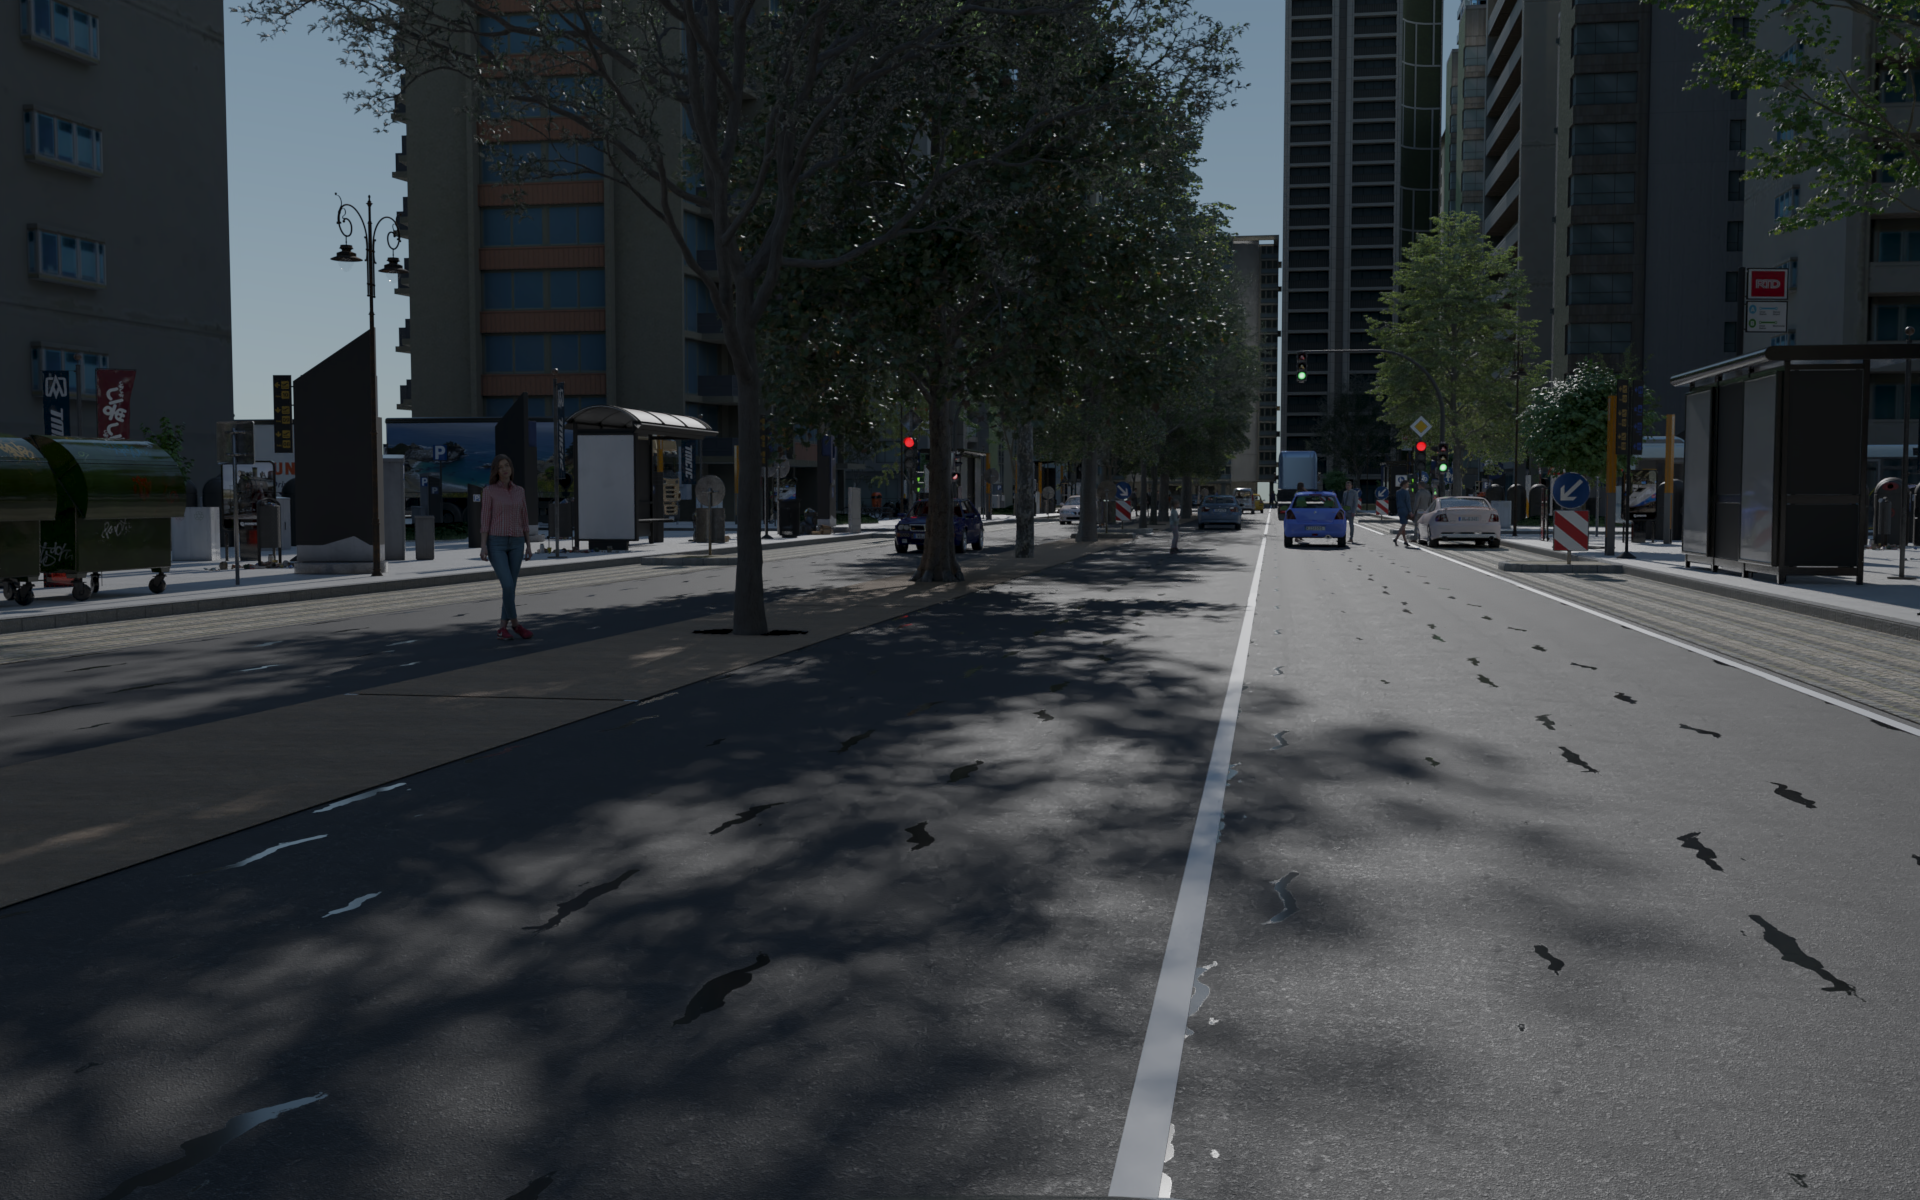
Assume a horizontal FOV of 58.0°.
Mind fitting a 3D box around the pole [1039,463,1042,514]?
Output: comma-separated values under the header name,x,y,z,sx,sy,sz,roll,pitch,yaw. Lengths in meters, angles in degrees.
name,x,y,z,sx,sy,sz,roll,pitch,yaw
pole,5.186,-7.235,112.135,0.158,3.312,0.155,0,3,0

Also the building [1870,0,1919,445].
name,x,y,z,sx,sy,sz,roll,pitch,yaw
building,46.222,-27.557,74.262,21.600,48.544,21.300,1,4,10

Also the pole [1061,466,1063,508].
name,x,y,z,sx,sy,sz,roll,pitch,yaw
pole,7.328,-7.993,124.525,0.158,3.312,0.155,0,3,0

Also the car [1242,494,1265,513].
name,x,y,z,sx,sy,sz,roll,pitch,yaw
car,21.978,-7.347,130.348,2.015,1.641,3.980,1,4,9

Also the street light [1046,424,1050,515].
name,x,y,z,sx,sy,sz,roll,pitch,yaw
street light,5.471,-8.268,107.963,0.468,5.910,1.993,1,4,10

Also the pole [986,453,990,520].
name,x,y,z,sx,sy,sz,roll,pitch,yaw
pole,1.405,-5.658,86.357,0.158,3.312,0.155,0,3,0

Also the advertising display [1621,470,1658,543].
name,x,y,z,sx,sy,sz,roll,pitch,yaw
advertising display,17.868,-2.468,45.570,0.974,1.923,0.123,-1,4,-10

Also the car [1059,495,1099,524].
name,x,y,z,sx,sy,sz,roll,pitch,yaw
car,5.884,-4.338,83.283,2.083,1.381,4.827,1,4,10

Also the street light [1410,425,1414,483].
name,x,y,z,sx,sy,sz,roll,pitch,yaw
street light,23.836,-7.244,91.233,0.468,5.910,1.993,1,4,10

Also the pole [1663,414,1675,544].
name,x,y,z,sx,sy,sz,roll,pitch,yaw
pole,18.184,-3.093,44.409,0.158,3.312,0.155,0,3,0

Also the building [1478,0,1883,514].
name,x,y,z,sx,sy,sz,roll,pitch,yaw
building,48.845,-30.414,120.977,21.300,48.544,21.600,1,4,10

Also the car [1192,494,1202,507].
name,x,y,z,sx,sy,sz,roll,pitch,yaw
car,24.359,-10.318,178.483,2.009,1.686,4.222,1,4,9

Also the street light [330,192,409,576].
name,x,y,z,sx,sy,sz,roll,pitch,yaw
street light,-9.123,-3.311,26.925,0.468,5.910,1.993,1,4,10

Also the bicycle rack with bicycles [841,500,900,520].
name,x,y,z,sx,sy,sz,roll,pitch,yaw
bicycle rack with bicycles,-4.522,-4.494,86.866,2.925,0.926,2.852,0,4,1

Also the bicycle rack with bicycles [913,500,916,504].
name,x,y,z,sx,sy,sz,roll,pitch,yaw
bicycle rack with bicycles,-2.813,-5.288,99.849,2.852,0.926,2.925,-2,4,-26

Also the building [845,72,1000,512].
name,x,y,z,sx,sy,sz,roll,pitch,yaw
building,-5.092,-27.025,125.449,14.154,41.232,14.086,1,4,10

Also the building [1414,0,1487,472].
name,x,y,z,sx,sy,sz,roll,pitch,yaw
building,61.098,-53.177,182.118,22.319,86.520,31.000,1,4,10

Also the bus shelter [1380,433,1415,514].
name,x,y,z,sx,sy,sz,roll,pitch,yaw
bus shelter,28.357,-8.220,112.028,2.179,5.291,8.768,1,4,10

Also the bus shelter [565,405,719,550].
name,x,y,z,sx,sy,sz,roll,pitch,yaw
bus shelter,-7.662,-2.937,41.944,2.014,3.302,5.546,1,4,10

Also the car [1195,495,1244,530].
name,x,y,z,sx,sy,sz,roll,pitch,yaw
car,10.664,-3.615,71.111,2.014,1.417,4.499,1,4,9

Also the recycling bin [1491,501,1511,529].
name,x,y,z,sx,sy,sz,roll,pitch,yaw
recycling bin,20.207,-3.190,64.716,0.722,1.027,0.722,1,4,16

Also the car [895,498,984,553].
name,x,y,z,sx,sy,sz,roll,pitch,yaw
car,-0.499,-1.880,43.326,1.945,1.354,3.894,1,4,10

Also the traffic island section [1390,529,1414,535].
name,x,y,z,sx,sy,sz,roll,pitch,yaw
traffic island section,16.506,-2.439,62.159,2.009,0.180,2.903,1,4,10

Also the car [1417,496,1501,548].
name,x,y,z,sx,sy,sz,roll,pitch,yaw
car,13.630,-2.144,47.410,2.083,1.381,4.827,1,4,9

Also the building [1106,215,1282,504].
name,x,y,z,sx,sy,sz,roll,pitch,yaw
building,33.149,-33.814,244.733,23.993,40.220,32.217,1,4,10

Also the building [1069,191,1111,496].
name,x,y,z,sx,sy,sz,roll,pitch,yaw
building,9.585,-37.833,242.276,21.600,48.544,21.300,1,4,10

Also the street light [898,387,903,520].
name,x,y,z,sx,sy,sz,roll,pitch,yaw
street light,-2.210,-5.680,65.652,0.468,5.910,1.993,1,4,10

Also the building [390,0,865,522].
name,x,y,z,sx,sy,sz,roll,pitch,yaw
building,-17.637,-26.830,93.296,22.147,44.769,28.867,1,4,10

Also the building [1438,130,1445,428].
name,x,y,z,sx,sy,sz,roll,pitch,yaw
building,78.896,-39.418,233.718,27.495,52.752,28.713,1,4,10

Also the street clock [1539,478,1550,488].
name,x,y,z,sx,sy,sz,roll,pitch,yaw
street clock,26.573,-4.541,78.819,0.358,2.002,0.471,-2,4,-24

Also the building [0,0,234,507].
name,x,y,z,sx,sy,sz,roll,pitch,yaw
building,-34.565,-25.672,43.441,21.600,48.544,21.300,1,4,10

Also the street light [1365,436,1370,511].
name,x,y,z,sx,sy,sz,roll,pitch,yaw
street light,31.614,-9.882,134.359,0.468,5.910,1.993,1,4,10

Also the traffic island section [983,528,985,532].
name,x,y,z,sx,sy,sz,roll,pitch,yaw
traffic island section,-0.214,-2.624,65.179,2.009,0.180,2.903,1,4,10

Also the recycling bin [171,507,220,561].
name,x,y,z,sx,sy,sz,roll,pitch,yaw
recycling bin,-14.745,-1.276,33.419,0.722,1.027,0.722,-1,4,-9

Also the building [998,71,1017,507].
name,x,y,z,sx,sy,sz,roll,pitch,yaw
building,-5.466,-51.598,156.291,22.319,86.520,31.000,1,4,10

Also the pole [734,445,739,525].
name,x,y,z,sx,sy,sz,roll,pitch,yaw
pole,-9.363,-4.827,72.758,0.158,3.312,0.155,0,3,0

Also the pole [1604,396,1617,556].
name,x,y,z,sx,sy,sz,roll,pitch,yaw
pole,13.544,-2.579,36.014,0.158,3.312,0.155,0,3,0

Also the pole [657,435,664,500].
name,x,y,z,sx,sy,sz,roll,pitch,yaw
pole,-10.179,-3.974,58.817,0.158,3.312,0.155,0,3,0

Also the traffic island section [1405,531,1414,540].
name,x,y,z,sx,sy,sz,roll,pitch,yaw
traffic island section,15.084,-1.958,54.301,2.009,0.180,2.903,1,4,10

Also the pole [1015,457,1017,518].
name,x,y,z,sx,sy,sz,roll,pitch,yaw
pole,3.005,-5.955,91.210,0.158,3.312,0.155,0,3,0

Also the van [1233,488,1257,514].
name,x,y,z,sx,sy,sz,roll,pitch,yaw
van,20.550,-7.255,125.636,2.013,2.044,4.112,1,4,10

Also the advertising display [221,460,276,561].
name,x,y,z,sx,sy,sz,roll,pitch,yaw
advertising display,-13.630,-1.713,33.218,0.974,1.923,0.123,-1,4,-14

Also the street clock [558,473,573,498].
name,x,y,z,sx,sy,sz,roll,pitch,yaw
street clock,-13.465,-3.340,59.185,0.471,2.002,0.358,0,4,8

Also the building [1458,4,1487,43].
name,x,y,z,sx,sy,sz,roll,pitch,yaw
building,49.316,-28.396,147.865,14.154,41.232,14.086,1,4,10

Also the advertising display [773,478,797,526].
name,x,y,z,sx,sy,sz,roll,pitch,yaw
advertising display,-6.932,-3.885,68.736,0.974,1.923,0.123,1,4,12

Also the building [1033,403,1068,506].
name,x,y,z,sx,sy,sz,roll,pitch,yaw
building,-1.079,-37.073,195.375,27.495,52.752,28.713,1,4,10

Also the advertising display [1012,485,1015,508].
name,x,y,z,sx,sy,sz,roll,pitch,yaw
advertising display,4.058,-7.218,123.230,0.123,1.923,0.974,-2,4,-33

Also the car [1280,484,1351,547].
name,x,y,z,sx,sy,sz,roll,pitch,yaw
car,9.874,-2.357,48.131,1.945,1.707,3.694,1,4,12

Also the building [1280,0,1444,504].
name,x,y,z,sx,sy,sz,roll,pitch,yaw
building,53.951,-48.639,233.507,20.611,71.187,20.563,1,4,10

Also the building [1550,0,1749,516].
name,x,y,z,sx,sy,sz,roll,pitch,yaw
building,39.386,-19.721,94.140,14.160,30.474,14.107,1,4,10

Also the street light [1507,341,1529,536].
name,x,y,z,sx,sy,sz,roll,pitch,yaw
street light,16.825,-4.866,52.349,0.468,5.910,1.993,1,4,10

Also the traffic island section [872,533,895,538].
name,x,y,z,sx,sy,sz,roll,pitch,yaw
traffic island section,-1.636,-2.143,57.321,2.009,0.180,2.903,1,4,10
